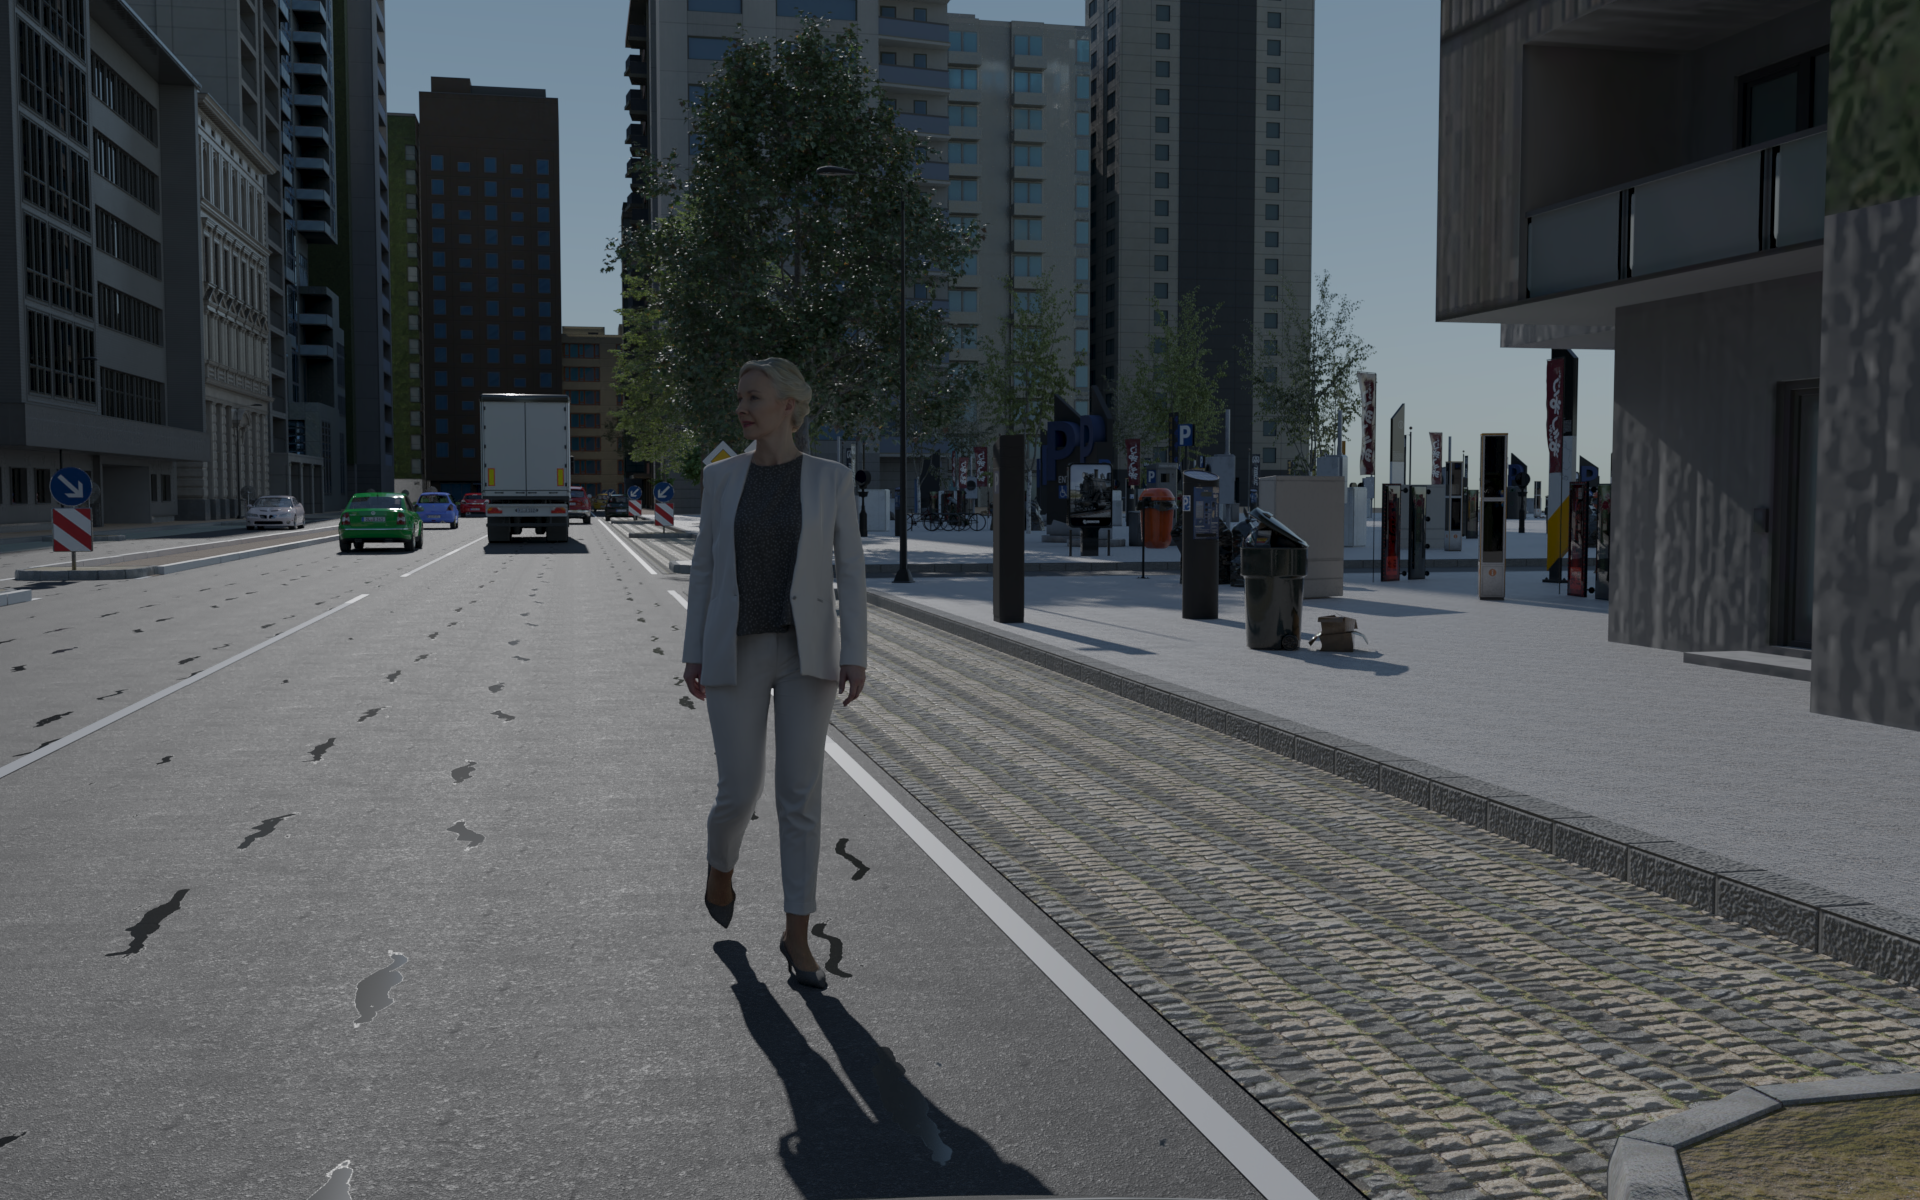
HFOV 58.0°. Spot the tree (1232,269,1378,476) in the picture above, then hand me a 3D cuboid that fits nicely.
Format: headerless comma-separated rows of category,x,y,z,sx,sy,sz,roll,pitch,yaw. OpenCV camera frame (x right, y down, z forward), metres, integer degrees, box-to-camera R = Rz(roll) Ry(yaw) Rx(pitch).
tree,11.150,-6.475,56.236,4.360,8.622,3.978,0,3,0

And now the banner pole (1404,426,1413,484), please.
banner pole,16.475,-4.539,64.229,0.863,3.779,0.401,3,5,40

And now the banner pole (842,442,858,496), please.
banner pole,-5.347,-5.660,82.551,0.863,3.779,0.401,-1,4,-9

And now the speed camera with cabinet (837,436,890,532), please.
speed camera with cabinet,-3.459,-3.989,59.549,2.038,3.252,0.660,1,4,12

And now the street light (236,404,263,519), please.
street light,-36.558,-7.129,89.099,1.470,5.913,1.316,-1,4,-13

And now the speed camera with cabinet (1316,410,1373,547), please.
speed camera with cabinet,9.169,-2.890,41.586,0.660,3.252,2.038,2,4,32

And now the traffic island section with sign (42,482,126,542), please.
traffic island section with sign,-26.663,-2.704,52.846,1.989,1.847,2.006,-1,4,-13

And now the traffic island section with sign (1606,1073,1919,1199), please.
traffic island section with sign,2.226,0.357,2.798,1.989,1.847,2.006,-1,4,-13

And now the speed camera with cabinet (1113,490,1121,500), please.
speed camera with cabinet,6.249,-5.120,78.045,2.038,3.252,0.660,-2,4,-23

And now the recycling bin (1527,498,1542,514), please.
recycling bin,37.864,-6.221,114.271,0.722,1.027,0.722,-2,4,-30

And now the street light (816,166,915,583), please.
street light,-1.348,-3.197,24.813,1.470,5.913,1.316,-1,4,-13

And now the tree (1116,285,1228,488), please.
tree,7.619,-6.821,61.884,4.737,8.622,4.395,0,3,0

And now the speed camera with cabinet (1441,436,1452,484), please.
speed camera with cabinet,16.312,-4.008,59.860,0.660,3.252,2.038,-1,4,-23

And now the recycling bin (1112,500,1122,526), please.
recycling bin,6.082,-3.476,69.379,0.722,1.027,0.722,0,4,-8

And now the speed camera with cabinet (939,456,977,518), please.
speed camera with cabinet,-0.108,-5.908,90.938,2.038,3.252,0.660,0,4,1

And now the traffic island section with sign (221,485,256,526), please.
traffic island section with sign,-32.550,-4.313,79.153,1.989,1.847,2.006,-1,4,-13

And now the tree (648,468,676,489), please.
tree,-18.632,-7.021,109.398,1.663,3.219,1.824,0,3,0

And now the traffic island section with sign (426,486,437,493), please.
traffic island section with sign,-31.478,-5.805,103.046,2.006,1.907,1.989,-1,4,-13

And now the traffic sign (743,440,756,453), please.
traffic sign,-2.675,-1.280,24.565,0.795,2.450,0.064,-1,4,-13

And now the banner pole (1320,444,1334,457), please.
banner pole,18.425,-5.923,86.857,0.863,3.779,0.401,0,4,5

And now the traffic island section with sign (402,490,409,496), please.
traffic island section with sign,-49.385,-8.912,154.346,1.989,1.847,2.006,-1,4,-13

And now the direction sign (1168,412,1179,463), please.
direction sign,5.926,-3.432,48.106,0.379,3.537,0.876,-1,4,-9

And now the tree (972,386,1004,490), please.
tree,0.096,-8.940,96.531,4.360,8.622,3.978,0,3,0

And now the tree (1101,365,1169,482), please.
tree,9.817,-9.061,98.511,4.360,8.622,3.978,0,3,0

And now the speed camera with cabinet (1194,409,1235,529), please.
speed camera with cabinet,6.006,-2.869,41.242,0.660,3.252,2.038,0,4,-6

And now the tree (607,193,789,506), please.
tree,-9.170,-8.977,64.897,7.486,12.596,7.792,0,3,0

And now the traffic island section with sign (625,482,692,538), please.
traffic island section with sign,-9.848,-2.943,56.749,1.989,1.847,2.006,-1,4,-13

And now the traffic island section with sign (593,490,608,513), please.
traffic island section with sign,-32.524,-9.139,158.052,1.989,1.847,2.006,-1,4,-13

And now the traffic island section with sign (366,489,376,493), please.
traffic island section with sign,-43.507,-7.303,128.037,1.989,1.847,2.006,-1,4,-13

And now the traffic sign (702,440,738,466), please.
traffic sign,-4.419,-1.756,32.358,0.795,2.450,0.064,-1,4,-13

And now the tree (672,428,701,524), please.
tree,-10.639,-5.501,73.653,4.285,4.588,4.351,0,3,0

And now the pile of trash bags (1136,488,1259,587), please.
pile of trash bags,3.795,-0.950,25.279,1.912,1.369,3.447,-3,4,-36

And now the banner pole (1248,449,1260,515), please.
banner pole,16.069,-6.423,95.029,0.863,3.779,0.401,0,4,2

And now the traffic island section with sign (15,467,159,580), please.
traffic island section with sign,-15.053,-1.320,29.718,2.006,1.907,1.989,-1,4,-13

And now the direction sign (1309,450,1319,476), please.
direction sign,18.232,-5.891,88.319,0.876,3.537,0.379,2,4,29

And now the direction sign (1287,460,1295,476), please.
direction sign,21.956,-7.512,114.820,0.379,3.537,0.876,3,5,45

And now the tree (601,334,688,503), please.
tree,-17.622,-10.250,101.997,7.601,10.594,8.767,-1,4,-15

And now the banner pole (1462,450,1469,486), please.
banner pole,28.819,-6.658,98.880,0.401,3.779,0.863,-1,4,-8

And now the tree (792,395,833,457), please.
tree,-6.946,-7.835,78.472,4.737,8.622,4.395,0,3,0

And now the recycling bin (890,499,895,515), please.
recycling bin,-3.854,-5.151,96.768,0.722,1.027,0.722,1,4,13

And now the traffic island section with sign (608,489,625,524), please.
traffic island section with sign,-15.731,-4.552,83.057,1.989,1.847,2.006,-1,4,-13

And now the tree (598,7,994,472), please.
tree,-3.789,-7.607,41.386,9.611,12.733,9.660,0,3,0

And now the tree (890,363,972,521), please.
tree,-1.821,-7.815,78.136,4.360,8.622,3.978,0,3,0

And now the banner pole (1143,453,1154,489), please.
banner pole,11.615,-7.101,106.122,0.863,3.779,0.401,1,4,21

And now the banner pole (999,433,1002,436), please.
banner pole,1.635,-4.991,71.621,0.401,3.779,0.863,0,4,-4

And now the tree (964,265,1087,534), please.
tree,2.197,-6.476,56.251,4.737,8.622,4.395,0,3,0

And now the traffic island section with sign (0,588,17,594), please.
traffic island section with sign,-13.445,-0.878,22.487,2.006,1.907,1.989,-1,4,-13

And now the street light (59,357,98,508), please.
street light,-29.901,-5.270,58.708,1.470,5.913,1.316,-1,4,-13
